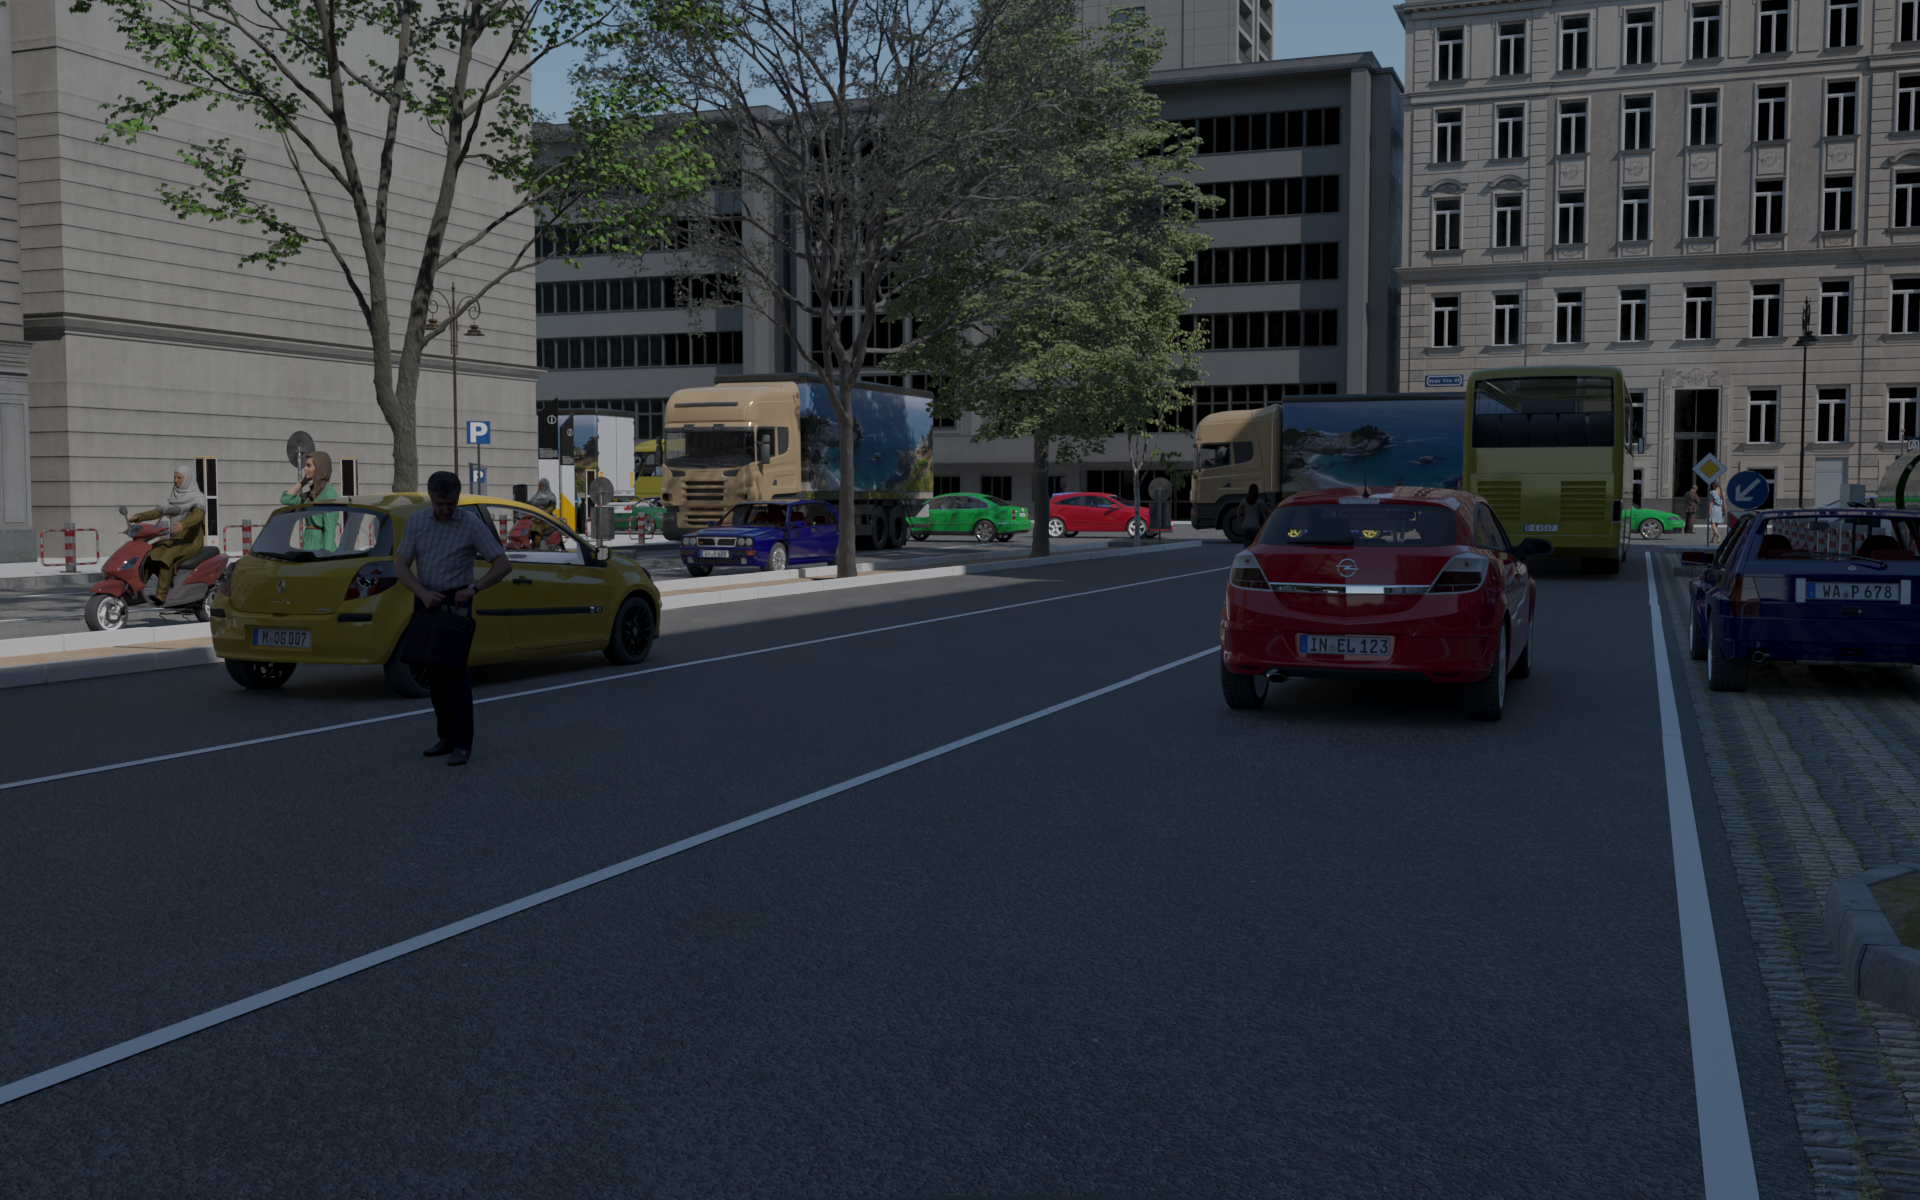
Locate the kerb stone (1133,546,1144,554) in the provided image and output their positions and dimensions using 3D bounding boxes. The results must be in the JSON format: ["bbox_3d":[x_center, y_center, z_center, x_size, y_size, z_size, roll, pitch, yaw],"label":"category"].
[{"bbox_3d":[4.142,-1.173,41.376,0.120,0.150,1.000,1,4,21],"label":"kerb stone"}]

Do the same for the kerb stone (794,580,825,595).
[{"bbox_3d":[-2.260,-0.177,25.081,0.120,0.150,1.000,1,4,21],"label":"kerb stone"}]

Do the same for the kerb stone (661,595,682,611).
[{"bbox_3d":[-3.752,0.058,21.246,0.120,0.150,1.000,1,4,21],"label":"kerb stone"}]

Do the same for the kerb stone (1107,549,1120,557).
[{"bbox_3d":[3.382,-1.055,39.453,0.120,0.150,1.000,1,4,21],"label":"kerb stone"}]

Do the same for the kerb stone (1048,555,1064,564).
[{"bbox_3d":[1.876,-0.818,35.610,0.120,0.150,1.000,1,4,21],"label":"kerb stone"}]

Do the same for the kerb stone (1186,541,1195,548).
[{"bbox_3d":[6.034,-1.468,46.193,0.120,0.150,1.000,1,4,21],"label":"kerb stone"}]

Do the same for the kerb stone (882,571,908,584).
[{"bbox_3d":[-1.134,-0.352,27.952,0.120,0.150,1.000,1,4,21],"label":"kerb stone"}]

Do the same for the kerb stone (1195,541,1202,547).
[{"bbox_3d":[6.406,-1.525,47.150,0.120,0.150,1.000,1,4,21],"label":"kerb stone"}]

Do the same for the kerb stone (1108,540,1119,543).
[{"bbox_3d":[4.039,-1.509,46.862,0.120,0.150,1.000,1,4,21],"label":"kerb stone"}]

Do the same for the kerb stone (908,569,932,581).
[{"bbox_3d":[-0.750,-0.411,28.908,0.120,0.150,1.000,1,4,21],"label":"kerb stone"}]

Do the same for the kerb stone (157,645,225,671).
[{"bbox_3d":[-6.389,0.473,14.539,0.120,0.150,1.000,1,4,21],"label":"kerb stone"}]

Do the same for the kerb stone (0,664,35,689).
[{"bbox_3d":[-7.140,0.586,12.619,0.120,0.150,1.000,1,4,21],"label":"kerb stone"}]

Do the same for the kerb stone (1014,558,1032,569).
[{"bbox_3d":[1.135,-0.702,33.696,0.120,0.150,1.000,1,4,21],"label":"kerb stone"}]

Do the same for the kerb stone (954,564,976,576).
[{"bbox_3d":[0.007,-0.528,30.823,0.120,0.150,1.000,1,4,21],"label":"kerb stone"}]

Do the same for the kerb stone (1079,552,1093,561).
[{"bbox_3d":[2.623,-0.936,37.525,0.120,0.150,1.000,1,4,21],"label":"kerb stone"}]

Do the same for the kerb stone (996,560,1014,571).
[{"bbox_3d":[0.757,-0.645,32.743,0.120,0.150,1.000,1,4,21],"label":"kerb stone"}]

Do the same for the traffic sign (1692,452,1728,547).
[{"bbox_3d":[18.046,-2.331,41.746,0.795,2.450,0.064,1,4,21],"label":"traffic sign"}]

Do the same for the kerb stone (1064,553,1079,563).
[{"bbox_3d":[2.251,-0.873,36.565,0.120,0.150,1.000,1,4,21],"label":"kerb stone"}]

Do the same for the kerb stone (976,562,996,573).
[{"bbox_3d":[0.385,-0.587,31.786,0.120,0.150,1.000,1,4,21],"label":"kerb stone"}]

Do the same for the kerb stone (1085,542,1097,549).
[{"bbox_3d":[3.285,-1.392,44.952,0.120,0.150,1.000,1,4,21],"label":"kerb stone"}]

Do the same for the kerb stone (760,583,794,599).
[{"bbox_3d":[-2.627,-0.116,24.121,0.120,0.150,1.000,1,4,21],"label":"kerb stone"}]

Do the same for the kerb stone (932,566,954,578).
[{"bbox_3d":[-0.382,-0.469,29.869,0.120,0.150,1.000,1,4,21],"label":"kerb stone"}]

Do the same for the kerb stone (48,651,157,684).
[{"bbox_3d":[-6.762,0.527,13.574,0.120,0.150,1.000,1,4,21],"label":"kerb stone"}]

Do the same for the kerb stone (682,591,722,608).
[{"bbox_3d":[-3.388,-0.001,22.206,0.120,0.150,1.000,1,4,21],"label":"kerb stone"}]

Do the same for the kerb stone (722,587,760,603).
[{"bbox_3d":[-3.004,-0.059,23.166,0.120,0.150,1.000,1,4,21],"label":"kerb stone"}]

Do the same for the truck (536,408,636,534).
[{"bbox_3d":[-16.657,-4.318,59.519,11.283,4.237,2.839,1,4,20],"label":"truck"}]

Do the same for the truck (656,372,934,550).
[{"bbox_3d":[-3.841,-3.276,42.472,2.839,4.237,11.283,1,4,21],"label":"truck"}]

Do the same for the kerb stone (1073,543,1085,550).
[{"bbox_3d":[2.909,-1.333,43.987,0.120,0.150,1.000,1,4,21],"label":"kerb stone"}]

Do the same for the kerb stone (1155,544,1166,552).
[{"bbox_3d":[4.893,-1.290,43.294,0.120,0.150,1.000,1,4,21],"label":"kerb stone"}]

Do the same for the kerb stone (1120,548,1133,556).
[{"bbox_3d":[3.774,-1.114,40.413,0.120,0.150,1.000,1,4,21],"label":"kerb stone"}]

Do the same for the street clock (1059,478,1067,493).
[{"bbox_3d":[4.620,-4.459,77.478,0.358,2.002,0.471,0,4,-5],"label":"street clock"}]

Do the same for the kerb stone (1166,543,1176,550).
[{"bbox_3d":[5.277,-1.350,44.269,0.120,0.150,1.000,1,4,21],"label":"kerb stone"}]

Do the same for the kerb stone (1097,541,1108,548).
[{"bbox_3d":[3.667,-1.450,45.905,0.120,0.150,1.000,1,4,21],"label":"kerb stone"}]

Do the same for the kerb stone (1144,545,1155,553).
[{"bbox_3d":[4.518,-1.231,42.330,0.120,0.150,1.000,1,4,21],"label":"kerb stone"}]

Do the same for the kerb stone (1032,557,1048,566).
[{"bbox_3d":[1.504,-0.759,34.654,0.120,0.150,1.000,1,4,21],"label":"kerb stone"}]

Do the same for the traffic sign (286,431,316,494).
[{"bbox_3d":[-13.267,-2.124,34.832,0.768,2.556,0.104,2,4,24],"label":"traffic sign"}]

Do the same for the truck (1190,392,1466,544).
[{"bbox_3d":[11.673,-3.710,49.576,11.283,4.237,2.839,1,4,21],"label":"truck"}]

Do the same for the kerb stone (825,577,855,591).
[{"bbox_3d":[-1.880,-0.235,26.036,0.120,0.150,1.000,1,4,21],"label":"kerb stone"}]

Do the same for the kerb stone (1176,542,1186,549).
[{"bbox_3d":[5.648,-1.409,45.226,0.120,0.150,1.000,1,4,21],"label":"kerb stone"}]

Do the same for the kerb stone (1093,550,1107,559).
[{"bbox_3d":[3.009,-0.994,38.476,0.120,0.150,1.000,1,4,21],"label":"kerb stone"}]

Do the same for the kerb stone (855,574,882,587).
[{"bbox_3d":[-1.510,-0.293,26.993,0.120,0.150,1.000,1,4,21],"label":"kerb stone"}]
